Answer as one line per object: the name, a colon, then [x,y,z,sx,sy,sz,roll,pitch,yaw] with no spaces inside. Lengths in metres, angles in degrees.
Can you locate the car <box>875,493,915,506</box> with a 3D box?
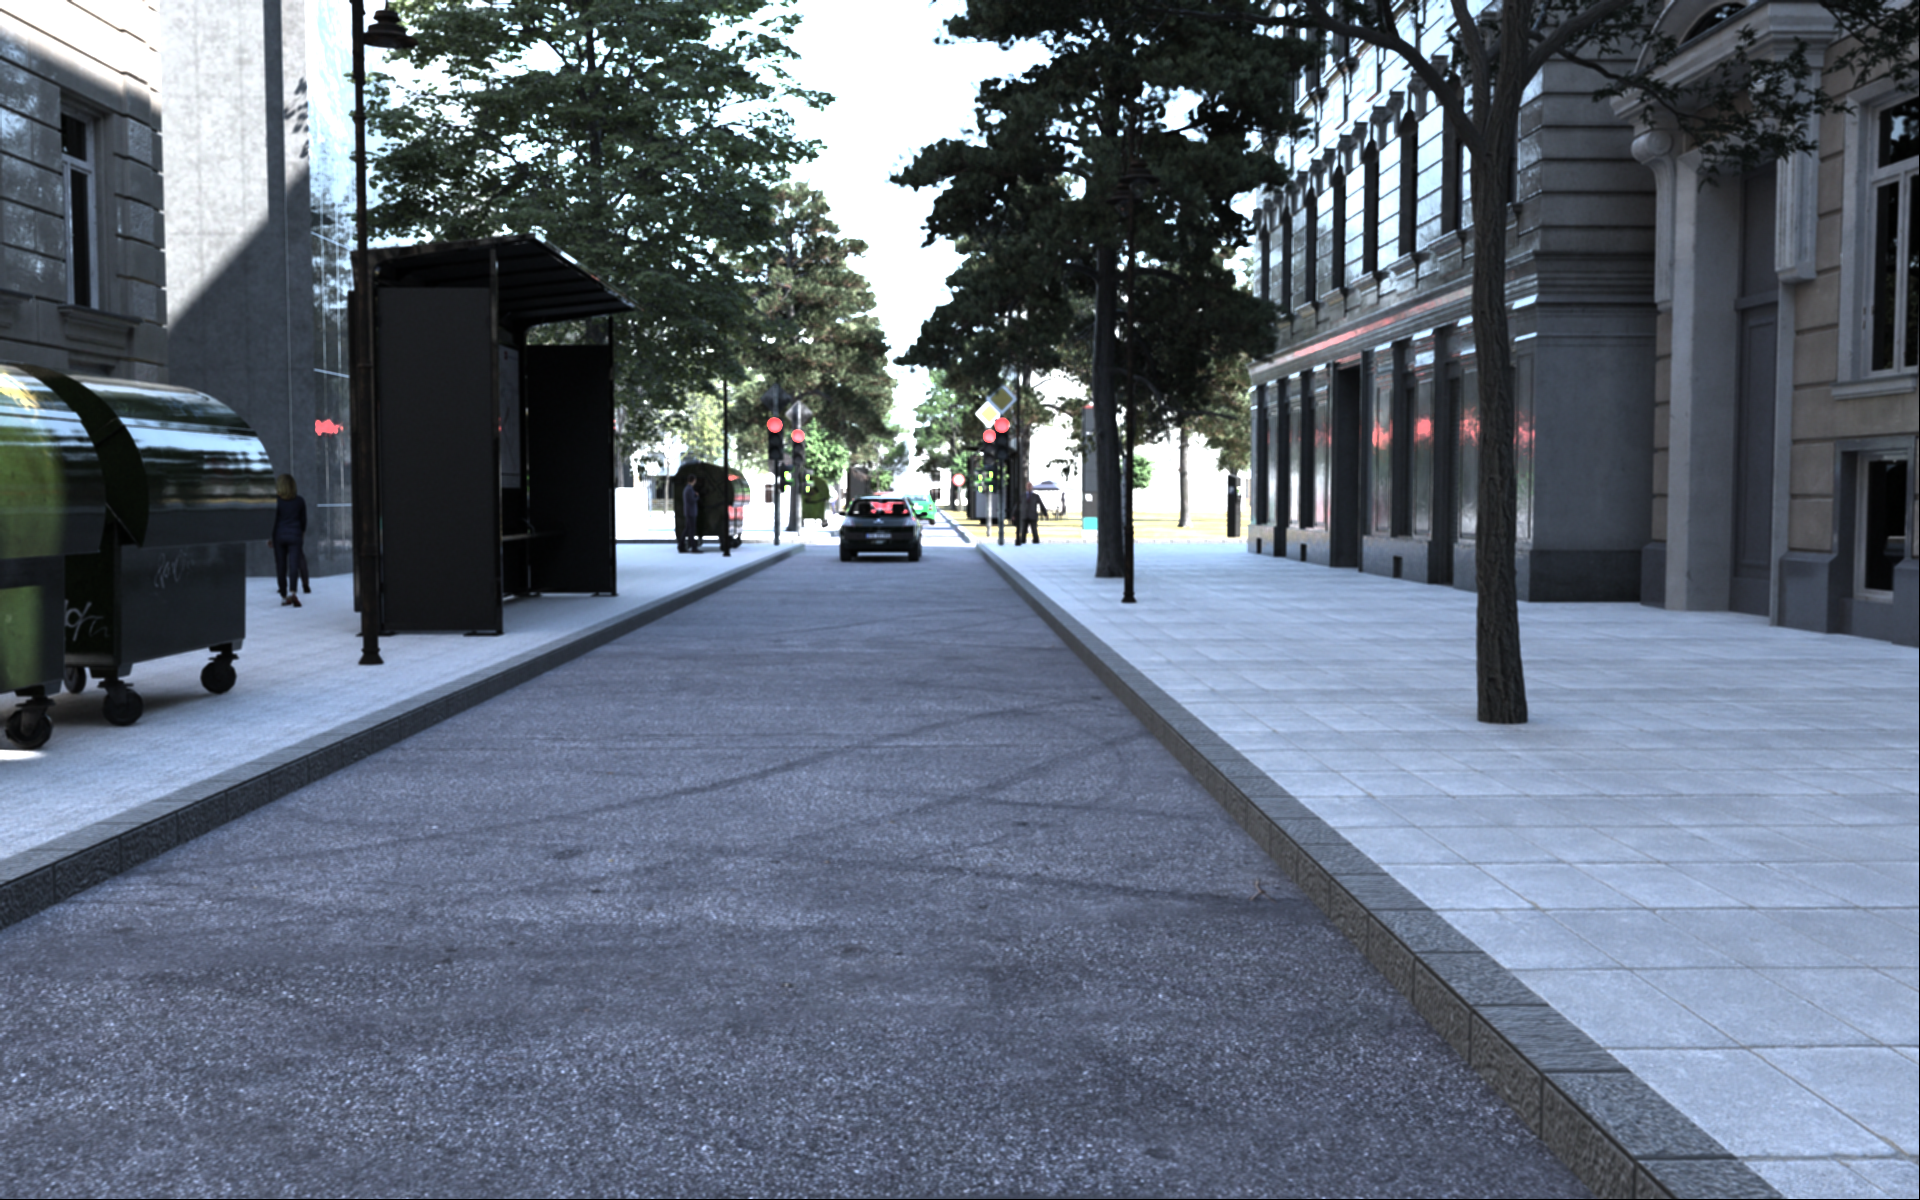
car: [-2.826,-3.611,68.081,2.155,1.783,4.494,0,4,-3]

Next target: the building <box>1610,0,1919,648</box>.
building: [14.285,-13.679,9.561,13.634,28.700,20.117,0,4,-1]

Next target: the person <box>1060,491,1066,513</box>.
person: [7.010,-6.803,118.073,0.445,1.727,0.742,0,4,1]

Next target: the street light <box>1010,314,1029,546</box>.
street light: [1.438,-4.276,42.701,0.468,5.910,1.993,0,4,-1]

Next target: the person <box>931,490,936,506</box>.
person: [-2.154,-8.178,142.761,0.434,1.755,0.990,-1,4,-16]

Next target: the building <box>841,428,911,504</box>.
building: [-20.249,-16.963,219.495,28.070,9.664,9.099,0,4,-1]

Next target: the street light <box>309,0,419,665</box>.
street light: [-4.450,-2.454,12.908,0.468,5.910,1.993,0,4,-1]

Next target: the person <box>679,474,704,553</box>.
person: [-5.845,-1.873,37.594,0.530,1.710,0.541,-1,4,-9]

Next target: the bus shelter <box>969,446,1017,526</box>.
bus shelter: [1.435,-4.758,71.716,2.014,3.302,5.546,0,4,-1]

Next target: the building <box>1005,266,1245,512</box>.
building: [12.294,-16.897,142.723,16.747,18.905,31.486,0,4,-1]

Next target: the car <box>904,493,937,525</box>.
car: [-2.045,-4.381,80.419,1.959,1.807,4.718,0,4,-2]

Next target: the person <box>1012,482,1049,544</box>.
person: [1.827,-2.207,45.144,0.990,1.755,0.434,1,4,13]

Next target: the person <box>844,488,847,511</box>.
person: [-8.425,-7.574,130.680,0.742,1.727,0.445,1,4,11]

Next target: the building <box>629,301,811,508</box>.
building: [-21.519,-18.562,159.906,16.016,20.091,11.380,0,4,-1]

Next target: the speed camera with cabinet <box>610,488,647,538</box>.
speed camera with cabinet: [-10.289,-3.471,51.090,2.038,3.252,0.660,-3,4,-39]

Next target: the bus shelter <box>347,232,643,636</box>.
bus shelter: [-4.748,-1.675,18.674,1.731,3.624,6.357,0,4,-1]

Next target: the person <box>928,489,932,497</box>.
person: [-2.624,-8.629,149.219,0.705,1.869,1.348,-2,4,-23]

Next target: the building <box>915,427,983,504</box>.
building: [8.188,-16.998,220.071,28.070,9.664,9.099,0,4,-1]

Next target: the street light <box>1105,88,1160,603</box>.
street light: [2.000,-2.908,20.331,0.468,5.910,1.993,0,4,-1]

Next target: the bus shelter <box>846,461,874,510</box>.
bus shelter: [-7.071,-8.047,122.850,1.731,3.624,6.357,0,4,-1]

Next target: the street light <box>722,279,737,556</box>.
street light: [-4.810,-3.838,35.538,0.468,5.910,1.993,0,4,-1]

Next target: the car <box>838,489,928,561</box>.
car: [-1.718,-1.744,38.298,2.009,1.686,4.222,0,4,0]

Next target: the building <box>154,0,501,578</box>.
building: [-19.902,-13.062,31.589,19.932,24.808,12.078,0,4,-1]

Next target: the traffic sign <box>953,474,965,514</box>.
traffic sign: [-0.073,-6.643,108.719,0.768,2.556,0.104,0,4,2]

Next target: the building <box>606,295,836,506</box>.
building: [-29.663,-20.746,183.166,32.646,21.610,27.936,0,4,-1]

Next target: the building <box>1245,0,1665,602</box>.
building: [11.230,-10.993,28.891,9.793,20.994,18.267,0,4,-1]

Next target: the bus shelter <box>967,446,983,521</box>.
bus shelter: [0.911,-5.779,85.767,1.731,3.624,6.357,0,4,-1]

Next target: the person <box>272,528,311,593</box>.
person: [-8.699,-0.844,22.540,0.574,1.496,0.600,0,4,-1]

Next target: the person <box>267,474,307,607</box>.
person: [-7.668,-0.687,19.815,0.480,1.512,0.613,-3,5,-45]

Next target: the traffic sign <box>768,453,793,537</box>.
traffic sign: [-5.422,-3.188,52.235,0.768,2.556,0.104,0,4,6]

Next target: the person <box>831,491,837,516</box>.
person: [-7.611,-5.877,103.068,0.436,1.711,0.756,3,4,37]

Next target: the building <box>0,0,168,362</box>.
building: [-15.176,-12.935,8.753,12.463,27.353,25.104,0,4,-1]

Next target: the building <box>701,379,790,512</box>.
building: [-16.397,-12.130,140.476,9.099,9.664,28.070,0,4,-1]

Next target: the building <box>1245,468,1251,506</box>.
building: [35.872,-20.437,190.559,11.380,20.091,16.016,0,4,-1]
